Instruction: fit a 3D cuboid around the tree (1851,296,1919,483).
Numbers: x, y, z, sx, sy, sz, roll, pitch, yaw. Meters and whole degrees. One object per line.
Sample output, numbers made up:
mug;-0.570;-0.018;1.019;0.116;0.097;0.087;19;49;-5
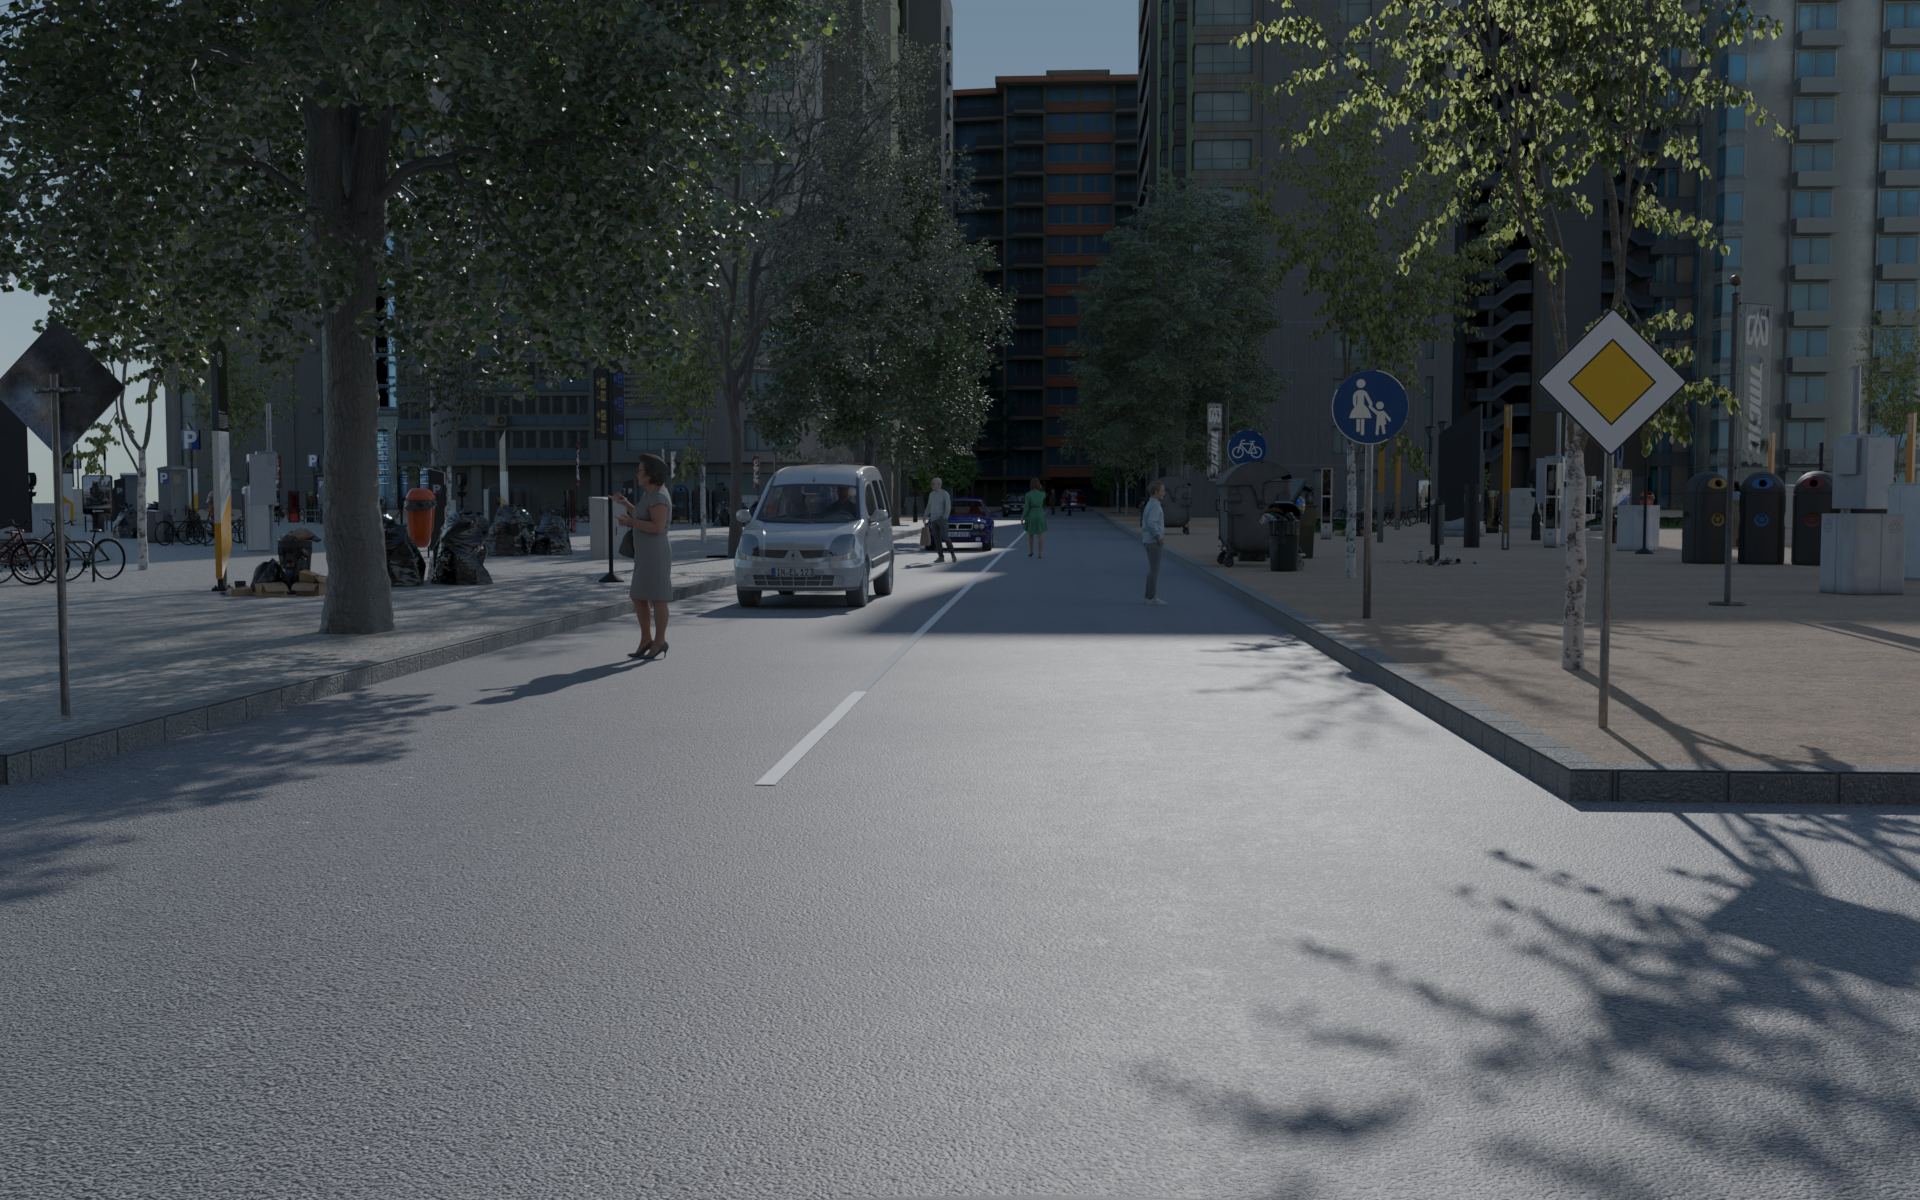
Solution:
tree;35.524;-7.025;65.215;4.737;8.622;4.395;0;3;0

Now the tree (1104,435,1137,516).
tree;9.515;-9.193;100.670;4.737;8.622;4.395;0;3;0

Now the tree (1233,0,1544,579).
tree;6.117;-4.618;25.873;4.737;8.622;4.395;0;3;0

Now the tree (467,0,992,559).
tree;-4.472;-7.580;34.299;12.009;13.543;11.850;0;3;0

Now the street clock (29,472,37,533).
street clock;-30.885;-3.244;57.615;0.471;2.002;0.358;3;5;44

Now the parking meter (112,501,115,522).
parking meter;-39.209;-4.405;80.439;0.372;1.533;0.369;0;3;0

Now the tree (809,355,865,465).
tree;-5.214;-7.964;80.567;4.737;8.622;4.395;0;3;0

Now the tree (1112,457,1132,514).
tree;10.357;-9.840;111.242;4.360;8.622;3.978;0;3;0

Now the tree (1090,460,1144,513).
tree;10.977;-8.237;118.386;4.285;4.588;4.351;0;3;0

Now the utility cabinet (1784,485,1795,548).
utility cabinet;20.068;-1.970;40.882;1.173;1.500;0.318;-1;4;-15

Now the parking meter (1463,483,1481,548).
parking meter;12.263;-2.022;41.475;0.372;1.533;0.369;0;3;0

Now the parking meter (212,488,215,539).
parking meter;-20.987;-2.491;49.142;0.372;1.533;0.369;0;3;0

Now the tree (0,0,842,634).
tree;-5.523;-6.675;15.793;9.857;13.997;8.962;0;3;0

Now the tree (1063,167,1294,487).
tree;8.775;-9.946;69.272;9.857;13.997;8.962;0;3;0

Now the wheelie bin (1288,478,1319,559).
wheelie bin;6.719;-1.630;34.567;0.693;1.594;0.980;-1;4;-21

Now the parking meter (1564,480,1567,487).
parking meter;24.080;-3.871;69.002;0.399;1.863;0.255;-1;4;-9

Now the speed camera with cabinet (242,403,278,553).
speed camera with cabinet;-15.543;-2.694;38.377;0.660;3.252;2.038;-2;4;-26

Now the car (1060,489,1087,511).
car;9.450;-8.315;144.626;2.281;1.827;5.304;0;4;4

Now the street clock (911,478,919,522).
street clock;-2.025;-4.512;78.336;0.358;2.002;0.471;-1;4;-14

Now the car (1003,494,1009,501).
car;4.075;-7.167;127.398;2.015;1.641;3.980;0;4;2

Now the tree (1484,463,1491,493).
tree;22.781;-4.996;76.286;1.663;3.219;1.824;0;3;0

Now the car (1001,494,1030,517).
car;3.588;-6.051;108.726;2.009;1.686;4.222;0;4;5

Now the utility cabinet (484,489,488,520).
utility cabinet;-21.532;-4.389;80.446;1.173;1.500;0.318;1;4;22

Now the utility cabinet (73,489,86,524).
utility cabinet;-37.152;-3.894;72.349;0.318;1.500;1.173;2;4;29

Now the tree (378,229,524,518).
tree;-14.051;-5.948;47.609;4.360;8.622;3.978;0;3;0

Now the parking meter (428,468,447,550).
parking meter;-11.917;-2.070;39.551;0.399;1.863;0.255;-1;4;-10

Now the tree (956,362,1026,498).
tree;1.116;-11.303;119.214;7.601;10.594;8.767;0;4;8

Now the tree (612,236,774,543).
tree;-6.995;-5.808;45.316;4.737;8.622;4.395;0;3;0

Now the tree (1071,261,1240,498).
tree;9.285;-10.176;83.378;9.611;12.733;9.660;0;3;0

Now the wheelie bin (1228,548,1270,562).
wheelie bin;5.590;-1.540;33.084;0.693;1.594;0.980;1;4;18

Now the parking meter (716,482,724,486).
parking meter;-11.588;-4.761;83.545;0.399;1.863;0.255;-1;4;-13

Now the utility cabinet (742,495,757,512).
utility cabinet;-9.941;-4.268;80.951;1.020;1.237;0.306;2;4;26

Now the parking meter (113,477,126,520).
parking meter;-29.185;-3.329;60.137;0.399;1.863;0.255;-2;4;-26

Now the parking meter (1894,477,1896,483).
parking meter;31.531;-3.239;58.667;0.255;1.863;0.399;3;4;36

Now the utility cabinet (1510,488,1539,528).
utility cabinet;21.231;-3.460;65.242;0.318;1.500;1.173;-2;4;-35

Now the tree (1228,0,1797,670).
tree;4.303;-3.790;12.327;4.360;8.622;3.978;0;3;0

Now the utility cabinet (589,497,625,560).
utility cabinet;-6.993;-1.413;34.270;0.306;1.237;1.020;0;4;8

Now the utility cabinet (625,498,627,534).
utility cabinet;-8.054;-1.744;39.678;1.020;1.237;0.306;3;5;40

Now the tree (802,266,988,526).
tree;-2.678;-8.754;68.884;9.928;11.665;9.643;0;3;0

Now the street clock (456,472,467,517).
street clock;-16.412;-3.212;57.086;0.358;2.002;0.471;-3;4;-36

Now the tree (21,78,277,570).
tree;-13.770;-4.823;29.215;4.737;8.622;4.395;0;3;0

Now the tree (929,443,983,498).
tree;-0.223;-7.183;101.149;4.285;4.588;4.351;0;3;0

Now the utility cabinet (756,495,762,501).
utility cabinet;-7.686;-3.642;70.712;1.020;1.237;0.306;0;4;2

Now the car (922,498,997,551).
car;0.008;-1.990;45.121;1.945;1.354;3.894;0;4;2

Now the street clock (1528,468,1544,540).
street clock;15.971;-2.656;47.988;0.471;2.002;0.358;-2;4;-24

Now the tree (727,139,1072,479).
tree;-2.873;-8.454;55.225;9.611;12.733;9.660;0;3;0

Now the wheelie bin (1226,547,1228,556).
wheelie bin;5.801;-1.703;35.744;0.980;1.594;0.693;-1;4;-14

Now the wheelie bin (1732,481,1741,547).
wheelie bin;18.623;-2.089;42.070;0.693;1.594;0.980;-3;4;-39

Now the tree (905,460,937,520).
tree;-1.999;-5.659;87.126;1.663;3.219;1.824;0;3;0

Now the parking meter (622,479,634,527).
parking meter;-12.892;-3.768;67.324;0.399;1.863;0.255;-3;5;-43
